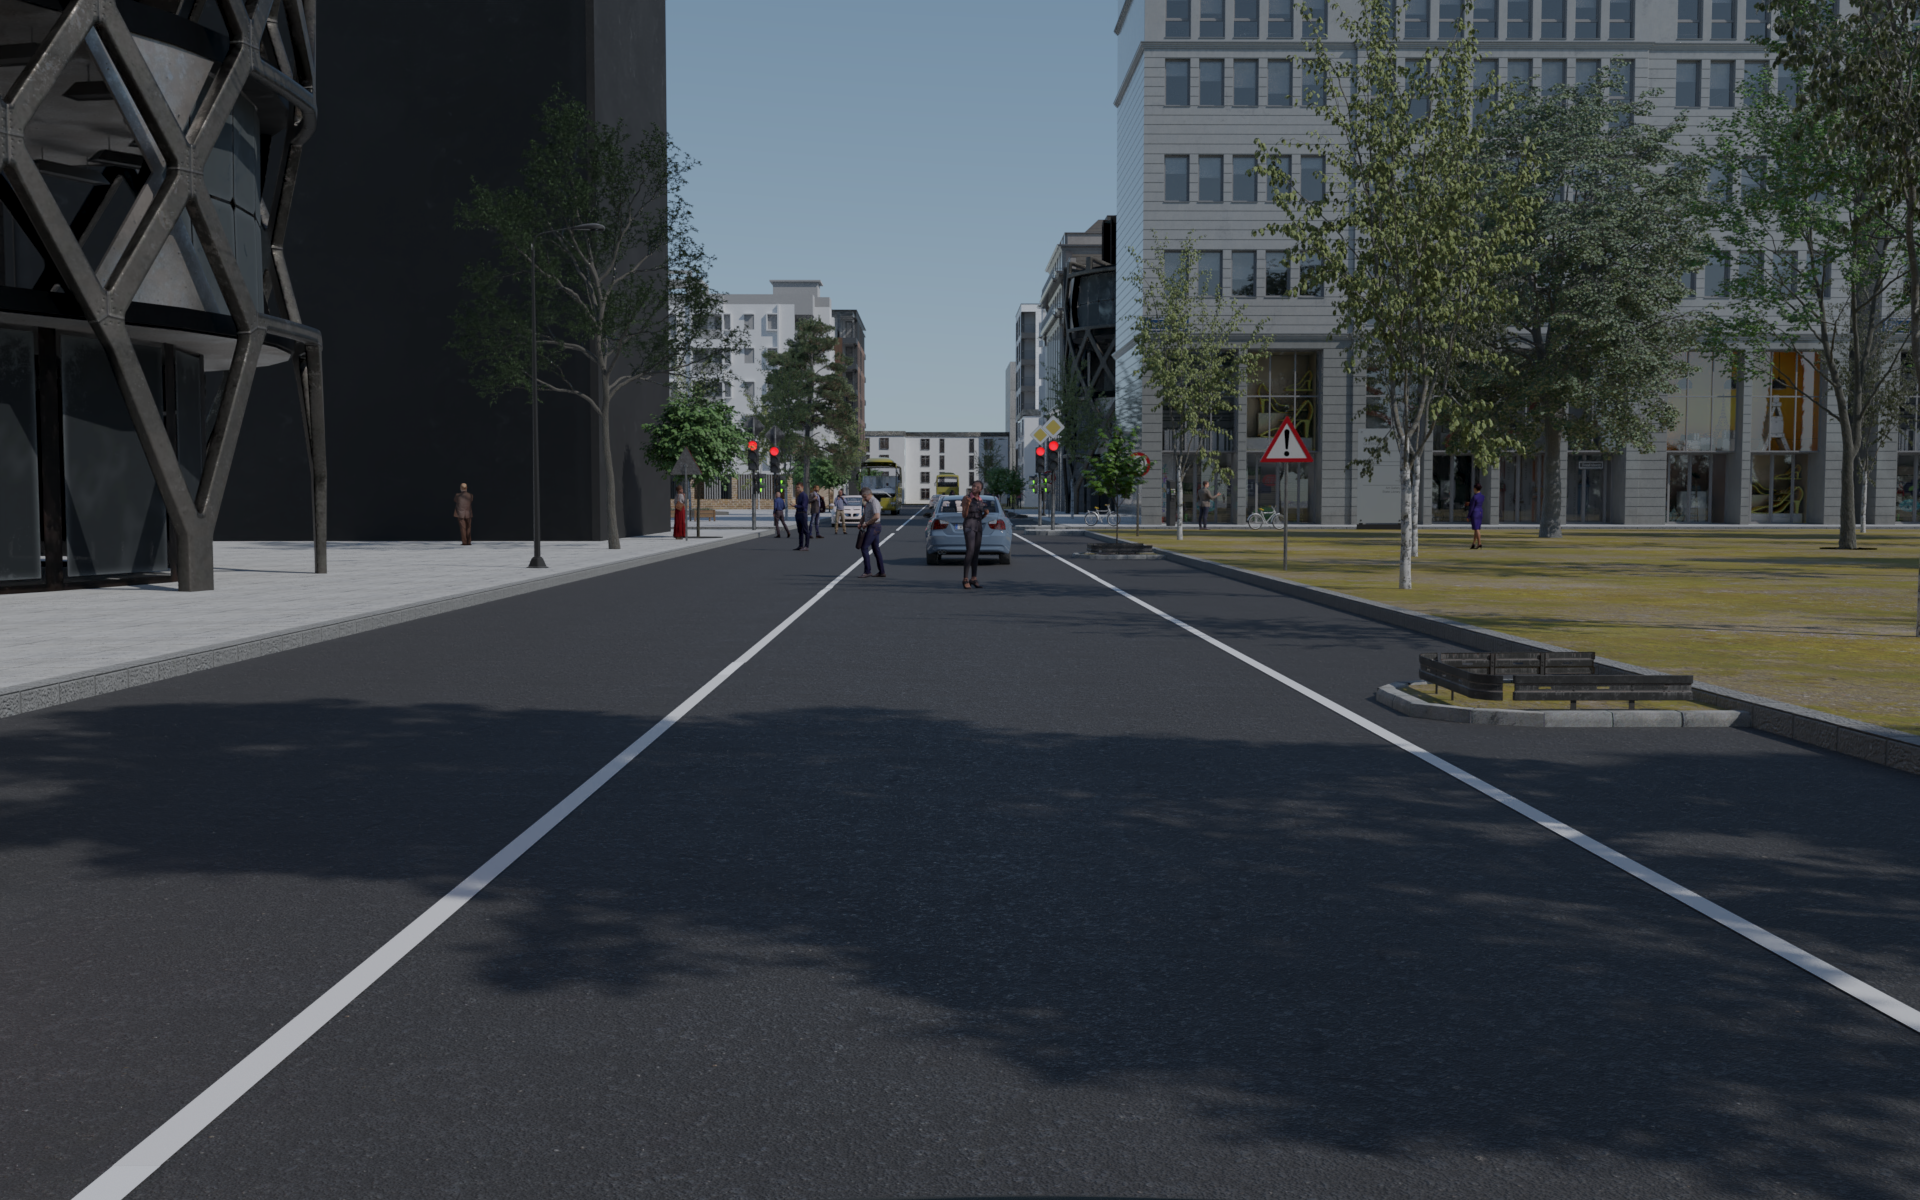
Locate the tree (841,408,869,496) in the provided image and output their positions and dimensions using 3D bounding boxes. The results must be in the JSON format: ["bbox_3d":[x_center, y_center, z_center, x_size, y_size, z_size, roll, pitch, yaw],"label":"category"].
[{"bbox_3d":[-9.022,-11.480,138.053,4.737,8.622,4.395,0,3,0],"label":"tree"}]

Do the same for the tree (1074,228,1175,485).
[{"bbox_3d":[6.277,-5.972,47.998,4.737,8.622,4.395,0,3,0],"label":"tree"}]

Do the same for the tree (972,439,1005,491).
[{"bbox_3d":[3.686,-16.528,220.601,4.737,8.622,4.395,0,3,0],"label":"tree"}]

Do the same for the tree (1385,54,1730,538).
[{"bbox_3d":[17.329,-8.813,50.751,9.857,13.997,8.962,0,3,0],"label":"tree"}]

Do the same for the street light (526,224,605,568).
[{"bbox_3d":[-6.795,-3.507,29.889,1.470,5.913,1.316,0,4,-1],"label":"street light"}]

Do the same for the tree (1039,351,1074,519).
[{"bbox_3d":[5.856,-8.461,88.697,4.737,8.622,4.395,0,3,0],"label":"tree"}]

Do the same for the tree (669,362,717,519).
[{"bbox_3d":[-14.048,-8.505,89.423,4.737,8.622,4.395,0,3,0],"label":"tree"}]

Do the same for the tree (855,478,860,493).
[{"bbox_3d":[-9.817,-11.018,174.743,1.663,3.219,1.824,0,3,0],"label":"tree"}]

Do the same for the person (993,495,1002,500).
[{"bbox_3d":[4.457,-12.287,207.621,1.217,1.739,0.721,-1,4,-19],"label":"person"}]

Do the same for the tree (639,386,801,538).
[{"bbox_3d":[-7.610,-4.085,50.510,4.285,4.588,4.351,0,3,0],"label":"tree"}]

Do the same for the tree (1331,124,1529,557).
[{"bbox_3d":[9.436,-5.211,35.560,4.360,8.622,3.978,0,3,0],"label":"tree"}]

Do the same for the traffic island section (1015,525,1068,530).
[{"bbox_3d":[3.227,-2.889,69.520,2.009,0.180,2.903,0,4,-1],"label":"traffic island section"}]

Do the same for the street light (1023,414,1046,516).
[{"bbox_3d":[4.334,-7.839,100.711,1.470,5.913,1.316,0,4,-1],"label":"street light"}]

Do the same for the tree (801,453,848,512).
[{"bbox_3d":[-11.480,-8.971,130.390,4.285,4.588,4.351,0,3,0],"label":"tree"}]

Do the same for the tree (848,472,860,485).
[{"bbox_3d":[-9.899,-12.619,190.034,4.285,4.588,4.351,0,3,0],"label":"tree"}]

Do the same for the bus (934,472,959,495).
[{"bbox_3d":[-1.448,-12.507,196.040,2.896,3.916,12.252,0,4,-1],"label":"bus"}]

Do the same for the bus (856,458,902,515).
[{"bbox_3d":[-5.450,-7.878,120.349,2.896,3.916,12.252,0,4,0],"label":"bus"}]

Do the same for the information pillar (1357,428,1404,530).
[{"bbox_3d":[15.127,-4.339,62.251,1.656,3.620,0.184,1,4,14],"label":"information pillar"}]

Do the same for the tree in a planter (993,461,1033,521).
[{"bbox_3d":[2.946,-5.924,94.087,1.991,3.239,1.994,0,4,-1],"label":"tree in a planter"}]

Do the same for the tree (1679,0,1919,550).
[{"bbox_3d":[20.568,-6.979,39.864,9.928,11.665,9.643,0,3,0],"label":"tree"}]

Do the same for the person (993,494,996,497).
[{"bbox_3d":[4.036,-12.231,206.552,0.750,1.759,0.617,2,4,24],"label":"person"}]

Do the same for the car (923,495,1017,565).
[{"bbox_3d":[0.198,-1.498,36.489,2.014,1.417,4.499,0,4,1],"label":"car"}]

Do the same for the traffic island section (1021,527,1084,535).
[{"bbox_3d":[3.317,-2.401,61.535,2.009,0.180,2.903,0,4,-1],"label":"traffic island section"}]

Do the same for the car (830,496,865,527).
[{"bbox_3d":[-4.698,-3.925,76.537,2.083,1.381,4.827,0,4,-2],"label":"car"}]

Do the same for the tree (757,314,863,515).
[{"bbox_3d":[-9.260,-11.158,104.486,6.751,12.117,7.091,0,3,0],"label":"tree"}]

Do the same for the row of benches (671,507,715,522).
[{"bbox_3d":[-13.221,-3.977,80.488,4.104,0.672,1.422,-2,4,-32],"label":"row of benches"}]

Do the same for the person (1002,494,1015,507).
[{"bbox_3d":[4.886,-10.308,174.569,1.348,1.826,0.705,-1,4,-15],"label":"person"}]

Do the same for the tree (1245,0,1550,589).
[{"bbox_3d":[5.933,-4.442,22.983,4.737,8.622,4.395,0,3,0],"label":"tree"}]

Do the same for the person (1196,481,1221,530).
[{"bbox_3d":[8.886,-3.384,61.908,0.750,1.759,0.617,-1,4,-20],"label":"person"}]

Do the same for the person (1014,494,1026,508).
[{"bbox_3d":[5.323,-9.038,154.537,1.217,1.743,0.721,1,4,18],"label":"person"}]

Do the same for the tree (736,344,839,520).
[{"bbox_3d":[-8.681,-8.178,84.065,4.737,8.622,4.395,0,3,0],"label":"tree"}]

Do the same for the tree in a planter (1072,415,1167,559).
[{"bbox_3d":[3.558,-2.560,39.079,1.991,3.239,1.994,0,4,-1],"label":"tree in a planter"}]

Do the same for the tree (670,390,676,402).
[{"bbox_3d":[-13.862,-7.505,73.074,4.360,8.622,3.978,0,3,0],"label":"tree"}]

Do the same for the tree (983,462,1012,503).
[{"bbox_3d":[4.094,-11.995,179.837,4.285,4.588,4.351,0,3,0],"label":"tree"}]

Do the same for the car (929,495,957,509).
[{"bbox_3d":[-0.581,-5.520,102.612,2.083,1.381,4.827,0,4,-2],"label":"car"}]

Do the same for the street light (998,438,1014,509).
[{"bbox_3d":[3.864,-10.521,144.564,1.470,5.913,1.316,0,4,-1],"label":"street light"}]

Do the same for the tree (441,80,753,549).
[{"bbox_3d":[-8.378,-6.453,39.915,7.601,10.594,8.767,-1,4,-11],"label":"tree"}]

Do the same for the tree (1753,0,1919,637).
[{"bbox_3d":[8.743,-3.956,15.043,4.360,8.622,3.978,0,3,0],"label":"tree"}]

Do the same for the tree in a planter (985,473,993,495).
[{"bbox_3d":[2.635,-7.572,121.029,1.991,3.239,1.994,0,4,-1],"label":"tree in a planter"}]

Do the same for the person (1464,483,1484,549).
[{"bbox_3d":[11.885,-1.944,40.203,0.546,1.535,0.453,3,4,37],"label":"person"}]
